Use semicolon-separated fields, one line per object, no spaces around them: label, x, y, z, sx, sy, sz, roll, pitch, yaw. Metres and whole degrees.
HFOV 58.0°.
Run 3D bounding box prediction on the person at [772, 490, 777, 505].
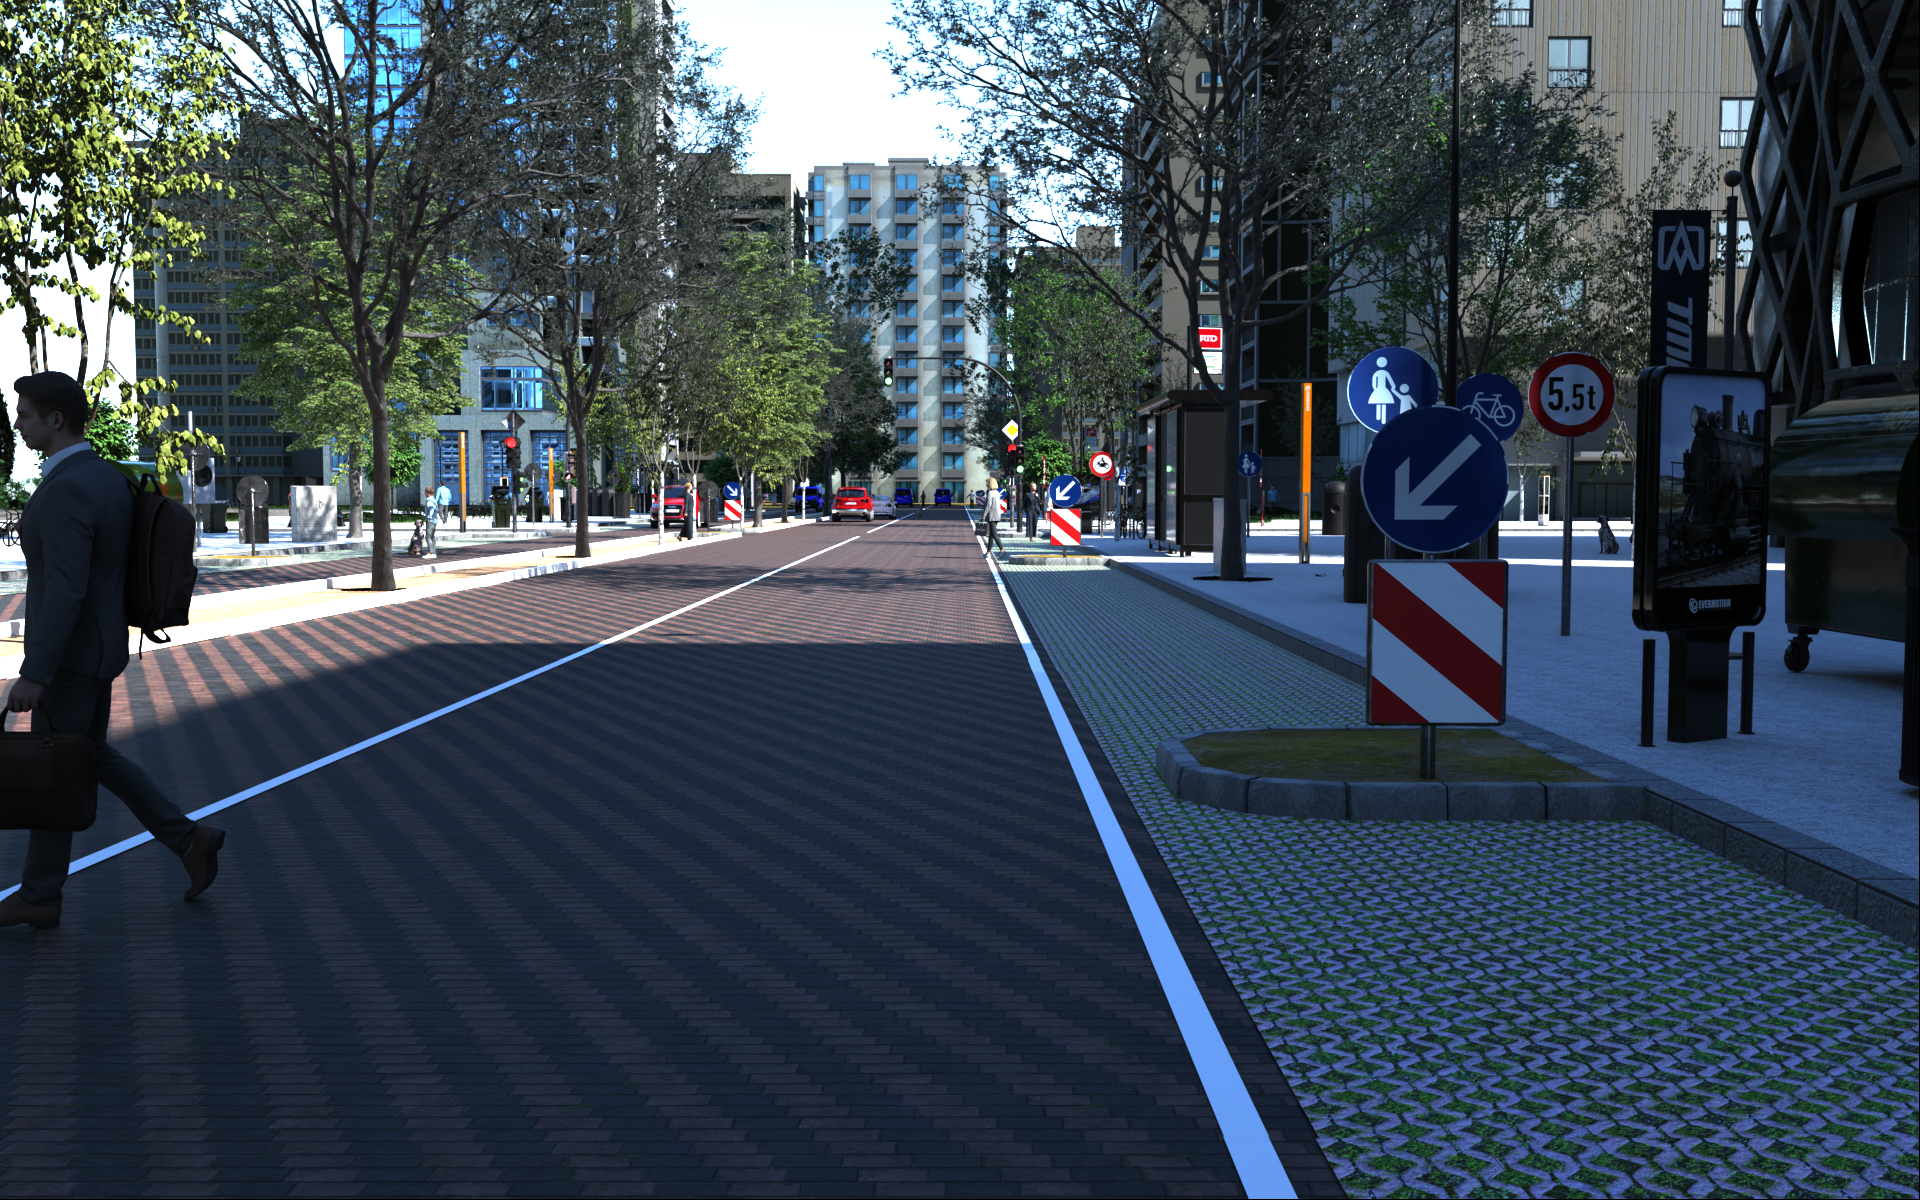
person;-20.797;-11.481;194.427;0.621;1.740;0.551;2;4;25

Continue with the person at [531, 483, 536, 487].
person;-20.369;-4.687;82.852;0.473;1.802;0.592;-2;4;-26

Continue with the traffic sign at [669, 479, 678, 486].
traffic sign;-19.526;-7.098;118.187;0.606;2.300;0.079;0;4;2

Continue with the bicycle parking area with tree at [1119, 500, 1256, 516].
bicycle parking area with tree;13.110;-7.194;104.630;9.016;4.147;8.231;0;4;4

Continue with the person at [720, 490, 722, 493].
person;-21.687;-9.283;157.828;0.705;1.822;1.348;-2;4;-29

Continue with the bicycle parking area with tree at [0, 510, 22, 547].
bicycle parking area with tree;-26.846;-3.209;39.463;8.231;4.147;9.016;1;4;21

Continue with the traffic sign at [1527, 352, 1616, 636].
traffic sign;5.486;-0.948;15.614;0.768;2.556;0.104;0;4;7

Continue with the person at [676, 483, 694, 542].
person;-8.077;-2.587;51.212;0.534;1.772;0.576;-2;4;-32

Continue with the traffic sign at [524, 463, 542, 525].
traffic sign;-17.547;-4.349;71.208;0.768;2.556;0.104;0;4;2

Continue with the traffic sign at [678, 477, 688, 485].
traffic sign;-20.957;-7.999;130.895;0.768;2.556;0.104;1;4;10

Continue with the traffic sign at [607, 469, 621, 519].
traffic sign;-17.757;-5.436;88.987;0.768;2.556;0.104;0;4;1

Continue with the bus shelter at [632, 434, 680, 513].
bus shelter;-20.980;-8.667;119.335;2.179;5.291;8.768;0;3;0

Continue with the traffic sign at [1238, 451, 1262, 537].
traffic sign;8.535;-3.126;51.213;0.768;2.556;0.104;0;4;1

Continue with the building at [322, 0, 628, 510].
building;-42.225;-51.478;154.336;22.319;86.520;31.000;0;3;0

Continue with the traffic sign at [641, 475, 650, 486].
traffic sign;-20.723;-6.953;113.791;0.768;2.556;0.104;0;4;8

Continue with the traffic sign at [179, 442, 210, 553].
traffic sign;-16.755;-2.309;37.850;0.768;2.556;0.104;1;4;9

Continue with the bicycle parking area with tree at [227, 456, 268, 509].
bicycle parking area with tree;-56.638;-8.730;129.744;8.231;4.147;9.016;0;4;6

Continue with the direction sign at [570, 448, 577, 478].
direction sign;-18.820;-5.718;85.488;0.876;3.537;0.379;1;4;16

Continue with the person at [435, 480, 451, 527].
person;-20.261;-3.785;67.939;0.620;1.820;0.660;2;4;35

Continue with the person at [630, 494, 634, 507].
person;-33.550;-10.496;178.177;1.217;1.766;0.721;-1;4;-20

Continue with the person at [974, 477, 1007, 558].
person;0.697;-1.815;38.350;0.728;1.800;0.709;2;4;29

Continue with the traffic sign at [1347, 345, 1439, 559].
traffic sign;3.715;-0.908;14.945;0.768;2.556;0.104;0;4;8

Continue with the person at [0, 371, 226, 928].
person;-2.903;0.165;5.768;0.822;1.834;0.622;-2;4;-25

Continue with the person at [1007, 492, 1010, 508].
person;4.190;-9.091;154.556;0.709;1.838;0.599;0;4;8

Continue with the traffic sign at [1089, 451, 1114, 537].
traffic sign;4.225;-3.143;51.490;0.768;2.556;0.104;0;4;3

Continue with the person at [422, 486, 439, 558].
person;-11.866;-1.744;38.822;0.330;1.601;0.589;0;4;5

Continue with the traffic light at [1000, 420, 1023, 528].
traffic light;1.955;-4.686;65.544;0.839;4.253;0.868;0;3;0

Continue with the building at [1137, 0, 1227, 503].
building;28.533;-32.976;162.867;21.300;48.544;21.600;0;3;0

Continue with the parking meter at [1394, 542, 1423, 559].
parking meter;4.132;-0.460;15.927;0.372;1.533;0.369;0;3;0

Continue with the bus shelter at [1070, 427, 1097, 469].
bus shelter;7.172;-7.601;101.906;2.179;5.291;8.768;0;3;0

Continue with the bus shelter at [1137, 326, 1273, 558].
bus shelter;5.234;-3.758;39.071;2.179;5.291;8.768;0;3;0

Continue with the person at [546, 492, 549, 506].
person;-27.341;-6.664;115.753;0.760;1.731;0.466;2;4;25

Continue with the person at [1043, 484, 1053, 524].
person;3.840;-4.180;75.391;0.522;1.701;0.512;2;4;32

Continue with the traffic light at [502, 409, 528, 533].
traffic light;-14.805;-4.197;57.540;0.839;4.253;0.868;0;3;0

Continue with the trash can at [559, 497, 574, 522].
trash can;-18.286;-4.218;80.625;0.748;1.137;0.748;0;3;0

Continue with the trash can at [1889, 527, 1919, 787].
trash can;4.302;0.269;7.263;0.748;1.137;0.748;0;3;0

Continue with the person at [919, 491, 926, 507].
person;-4.093;-11.179;191.378;0.705;1.812;1.348;2;4;25

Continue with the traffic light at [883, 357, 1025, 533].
traffic light;-0.136;-5.061;57.417;4.771;5.953;1.251;0;3;0

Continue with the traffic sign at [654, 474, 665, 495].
traffic sign;-18.822;-6.609;108.156;0.768;2.556;0.104;0;4;8

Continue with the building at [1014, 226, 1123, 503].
building;19.808;-34.369;253.810;23.993;40.220;32.217;0;3;0

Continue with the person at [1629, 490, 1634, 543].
person;17.877;-2.397;45.354;0.853;1.813;0.709;-3;5;-44

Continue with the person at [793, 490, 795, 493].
person;-20.518;-12.786;215.106;0.705;1.822;1.348;2;4;26

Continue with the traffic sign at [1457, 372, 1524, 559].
traffic sign;5.530;-1.111;18.265;0.768;2.556;0.104;0;4;0

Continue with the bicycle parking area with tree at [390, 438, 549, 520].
bicycle parking area with tree;-25.472;-6.354;90.882;9.016;4.147;8.231;2;4;35

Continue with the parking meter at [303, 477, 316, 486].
parking meter;-21.700;-3.188;57.840;0.399;1.863;0.255;-3;5;-44

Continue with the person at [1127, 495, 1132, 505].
person;13.424;-7.720;137.284;0.505;1.210;0.382;2;4;31

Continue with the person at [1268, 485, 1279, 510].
person;18.573;-5.901;102.548;0.660;1.820;0.620;0;4;7

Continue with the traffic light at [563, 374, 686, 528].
traffic light;-12.715;-5.559;65.560;4.771;5.953;1.251;0;3;0

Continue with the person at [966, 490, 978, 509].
person;1.140;-9.482;163.524;1.348;1.826;0.705;2;4;26

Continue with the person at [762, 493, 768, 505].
person;-23.421;-12.173;208.307;0.697;1.427;0.421;-1;4;-14

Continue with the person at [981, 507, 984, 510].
person;1.842;-5.846;109.579;1.012;1.151;0.738;0;4;-4

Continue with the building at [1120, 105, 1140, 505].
building;25.733;-33.341;195.234;14.600;45.320;14.200;0;3;0

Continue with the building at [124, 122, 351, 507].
building;-72.108;-30.182;185.363;23.993;40.220;32.217;0;3;0

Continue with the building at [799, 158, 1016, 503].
building;-7.416;-38.504;249.155;30.456;49.044;23.786;0;3;0

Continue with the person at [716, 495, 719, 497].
person;-21.522;-8.958;152.637;0.705;1.807;1.348;1;4;10

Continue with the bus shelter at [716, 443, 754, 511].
bus shelter;-17.286;-9.530;133.450;2.179;5.291;8.768;0;4;0

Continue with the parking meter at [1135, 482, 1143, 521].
parking meter;8.365;-4.609;81.067;0.399;1.863;0.255;0;4;1

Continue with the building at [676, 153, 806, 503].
building;-33.585;-38.215;248.518;21.600;48.544;21.300;0;3;0

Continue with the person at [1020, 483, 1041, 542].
person;2.135;-2.640;52.080;0.576;1.772;0.534;-2;4;-33
